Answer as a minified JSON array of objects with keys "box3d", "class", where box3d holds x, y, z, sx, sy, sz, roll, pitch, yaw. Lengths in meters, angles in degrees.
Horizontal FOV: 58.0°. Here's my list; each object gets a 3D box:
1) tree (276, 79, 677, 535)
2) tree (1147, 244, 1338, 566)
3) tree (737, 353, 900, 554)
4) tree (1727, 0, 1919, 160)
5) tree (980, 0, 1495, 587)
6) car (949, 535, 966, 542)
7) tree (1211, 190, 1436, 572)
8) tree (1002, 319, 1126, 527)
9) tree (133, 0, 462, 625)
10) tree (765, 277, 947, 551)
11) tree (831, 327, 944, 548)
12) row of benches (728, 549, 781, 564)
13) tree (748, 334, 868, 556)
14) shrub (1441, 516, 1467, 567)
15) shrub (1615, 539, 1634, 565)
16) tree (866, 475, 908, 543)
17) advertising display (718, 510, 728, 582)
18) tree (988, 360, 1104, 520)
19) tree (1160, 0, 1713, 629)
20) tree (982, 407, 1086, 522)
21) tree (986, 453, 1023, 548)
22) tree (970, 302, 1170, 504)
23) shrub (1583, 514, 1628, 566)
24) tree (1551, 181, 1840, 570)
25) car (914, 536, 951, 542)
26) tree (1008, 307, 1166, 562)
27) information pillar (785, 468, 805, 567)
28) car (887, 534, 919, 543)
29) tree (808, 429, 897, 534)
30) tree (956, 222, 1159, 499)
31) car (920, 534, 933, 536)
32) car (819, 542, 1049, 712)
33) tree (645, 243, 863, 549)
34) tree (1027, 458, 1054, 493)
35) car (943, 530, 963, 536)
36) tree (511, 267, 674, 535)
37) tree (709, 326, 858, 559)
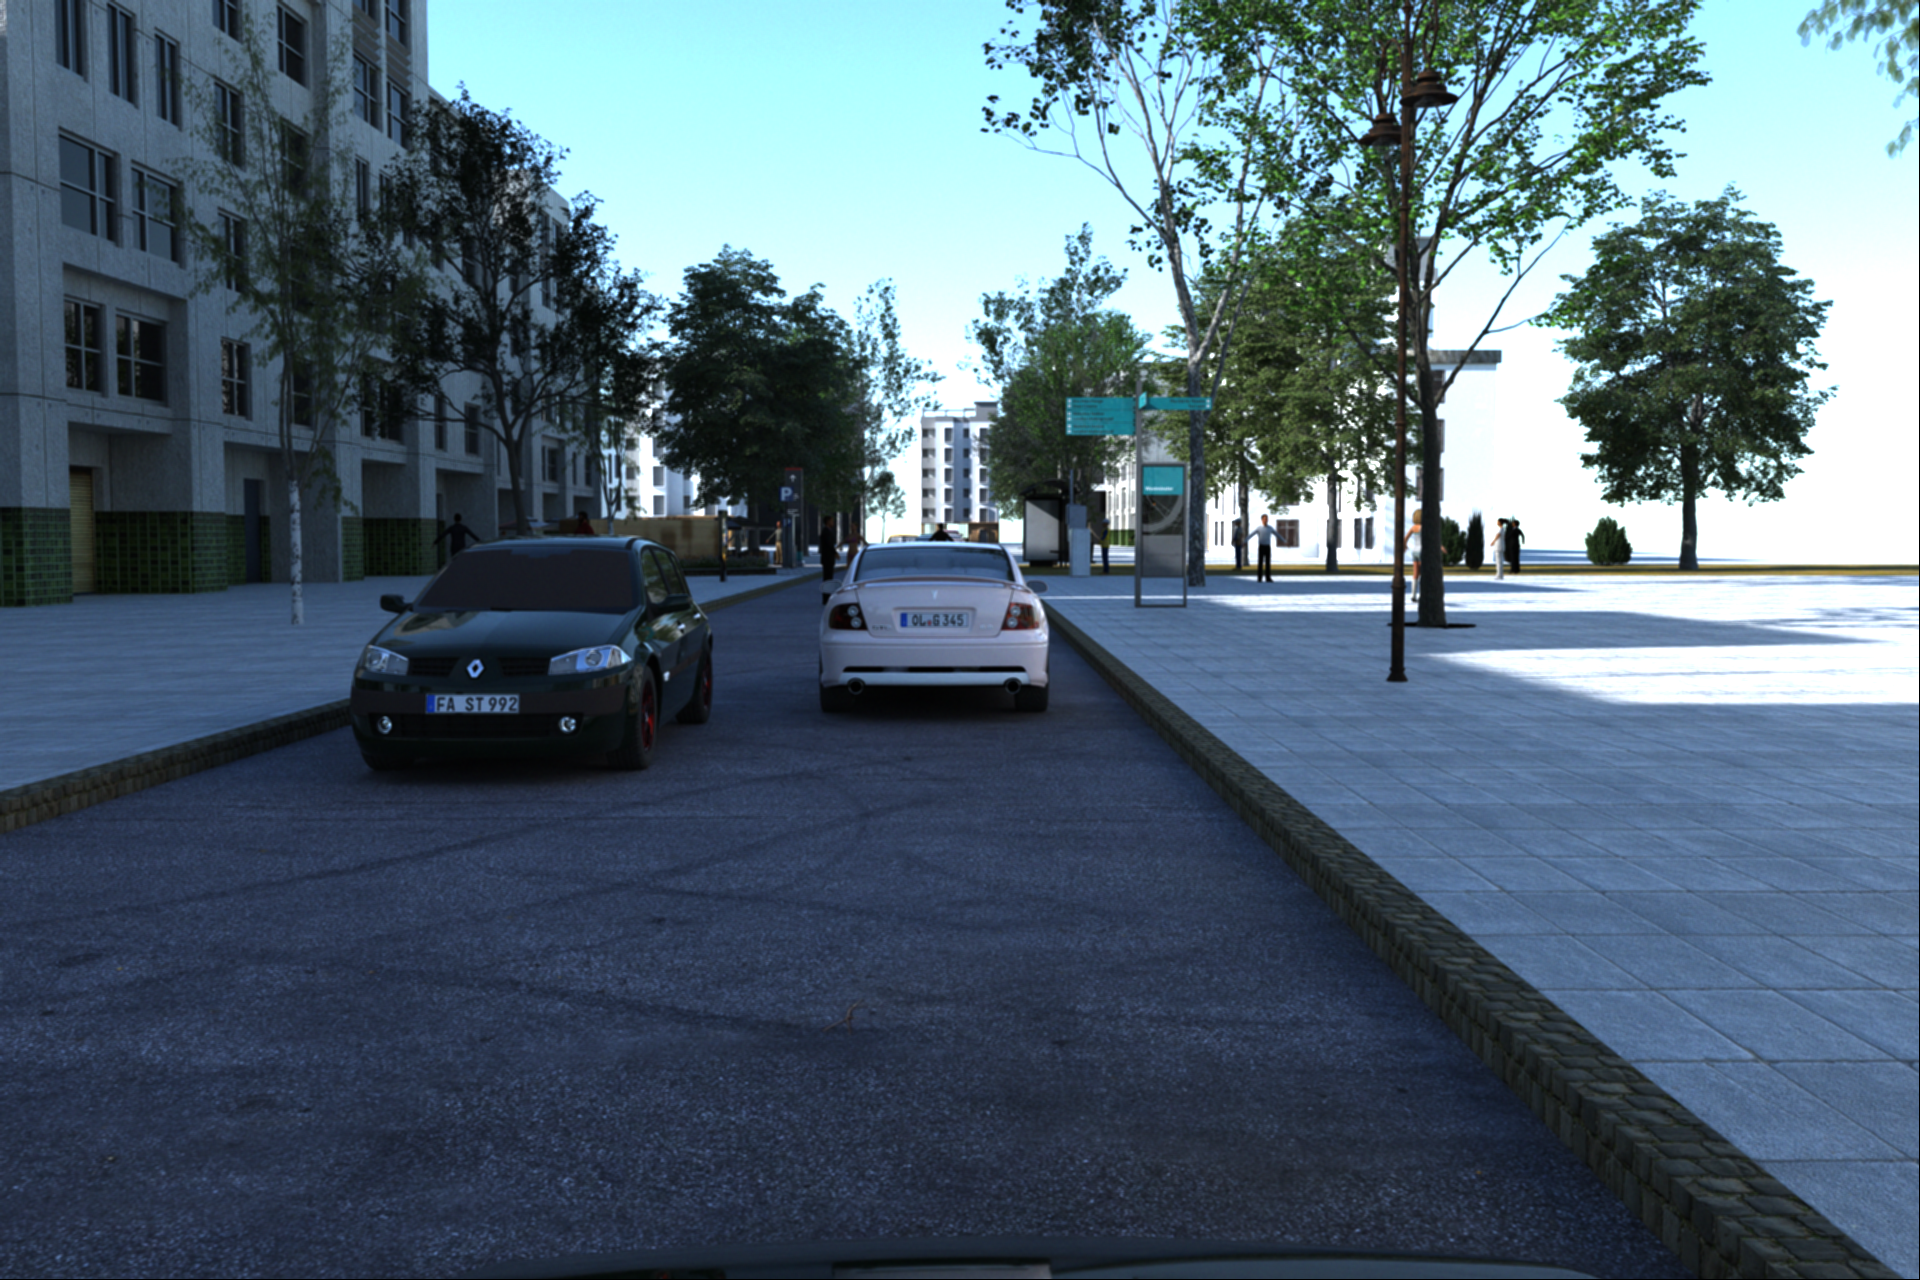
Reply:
[{"box3d":[-9.315,-6.208,35.913,7.601,10.594,8.767,2,4,26],"class":"tree"},{"box3d":[10.897,-9.204,68.618,7.486,12.596,7.792,0,3,0],"class":"tree"},{"box3d":[-9.040,-12.336,112.062,12.009,13.543,11.850,0,3,0],"class":"tree"},{"box3d":[6.344,-3.655,10.128,4.360,8.622,3.978,0,3,0],"class":"tree"},{"box3d":[6.016,-11.289,40.463,12.611,20.169,13.585,0,3,0],"class":"tree"},{"box3d":[-0.574,-7.443,134.062,2.083,1.381,4.827,0,4,-1],"class":"car"},{"box3d":[12.135,-8.561,58.096,7.486,12.596,7.792,0,3,0],"class":"tree"},{"box3d":[4.140,-6.630,58.756,4.360,8.622,3.978,0,3,0],"class":"tree"},{"box3d":[-9.652,-4.524,24.327,4.360,8.622,3.978,0,3,0],"class":"tree"},{"box3d":[-7.638,-16.599,127.278,12.611,20.169,13.585,0,3,0],"class":"tree"},{"box3d":[-8.166,-18.472,157.908,12.611,20.169,13.585,0,3,0],"class":"tree"},{"box3d":[-8.595,-3.539,73.320,4.104,0.672,1.422,1,4,11],"class":"row of benches"},{"box3d":[-9.275,-11.063,99.001,7.486,12.596,7.792,0,3,0],"class":"tree"},{"box3d":[18.902,-3.847,67.324,1.690,2.028,1.600,0,3,0],"class":"shrub"},{"box3d":[27.786,-3.773,72.810,1.383,1.207,1.383,0,3,0],"class":"shrub"},{"box3d":[-10.880,-19.343,250.673,7.601,10.594,8.767,0,4,6],"class":"tree"},{"box3d":[-6.391,-2.540,46.743,0.123,1.923,0.974,0,4,1],"class":"advertising display"},{"box3d":[6.272,-13.303,124.160,9.857,13.997,8.962,0,3,0],"class":"tree"},{"box3d":[6.403,-5.991,23.712,9.928,11.665,9.643,0,3,0],"class":"tree"},{"box3d":[6.411,-14.428,142.560,9.857,13.997,8.962,0,3,0],"class":"tree"},{"box3d":[5.892,-13.989,154.473,9.928,11.665,9.643,0,3,0],"class":"tree"},{"box3d":[6.065,-11.066,91.300,12.009,13.543,11.850,0,3,0],"class":"tree"},{"box3d":[25.716,-3.969,68.938,1.661,2.075,1.752,0,3,0],"class":"shrub"},{"box3d":[26.236,-9.515,62.223,9.857,13.997,8.962,0,3,0],"class":"tree"},{"box3d":[-0.978,-3.111,63.228,2.083,1.381,4.827,0,4,-1],"class":"car"},{"box3d":[5.787,-9.355,78.715,9.928,11.665,9.643,0,3,0],"class":"tree"},{"box3d":[-6.502,-4.805,67.943,0.750,3.857,0.750,0,4,1],"class":"information pillar"},{"box3d":[-2.242,-3.656,70.006,2.015,1.641,3.980,0,4,0],"class":"car"},{"box3d":[-8.782,-12.717,142.342,8.767,10.594,7.601,2,4,28],"class":"tree"},{"box3d":[6.095,-15.393,107.562,12.611,20.169,13.585,0,3,0],"class":"tree"},{"box3d":[-2.136,-6.594,119.613,2.131,1.459,4.920,0,4,0],"class":"car"},{"box3d":[-0.229,-0.182,15.330,2.083,1.381,4.827,0,4,-1],"class":"car"},{"box3d":[-9.087,-10.348,75.852,9.857,13.997,8.962,0,3,0],"class":"tree"},{"box3d":[6.155,-11.222,133.846,4.360,8.622,3.978,0,3,0],"class":"tree"},{"box3d":[-0.878,-8.979,155.482,2.281,1.827,5.304,0,4,-1],"class":"car"},{"box3d":[-9.157,-5.857,46.132,4.360,8.622,3.978,0,3,0],"class":"tree"},{"box3d":[-8.997,-9.909,87.769,9.928,11.665,9.643,0,3,0],"class":"tree"}]
